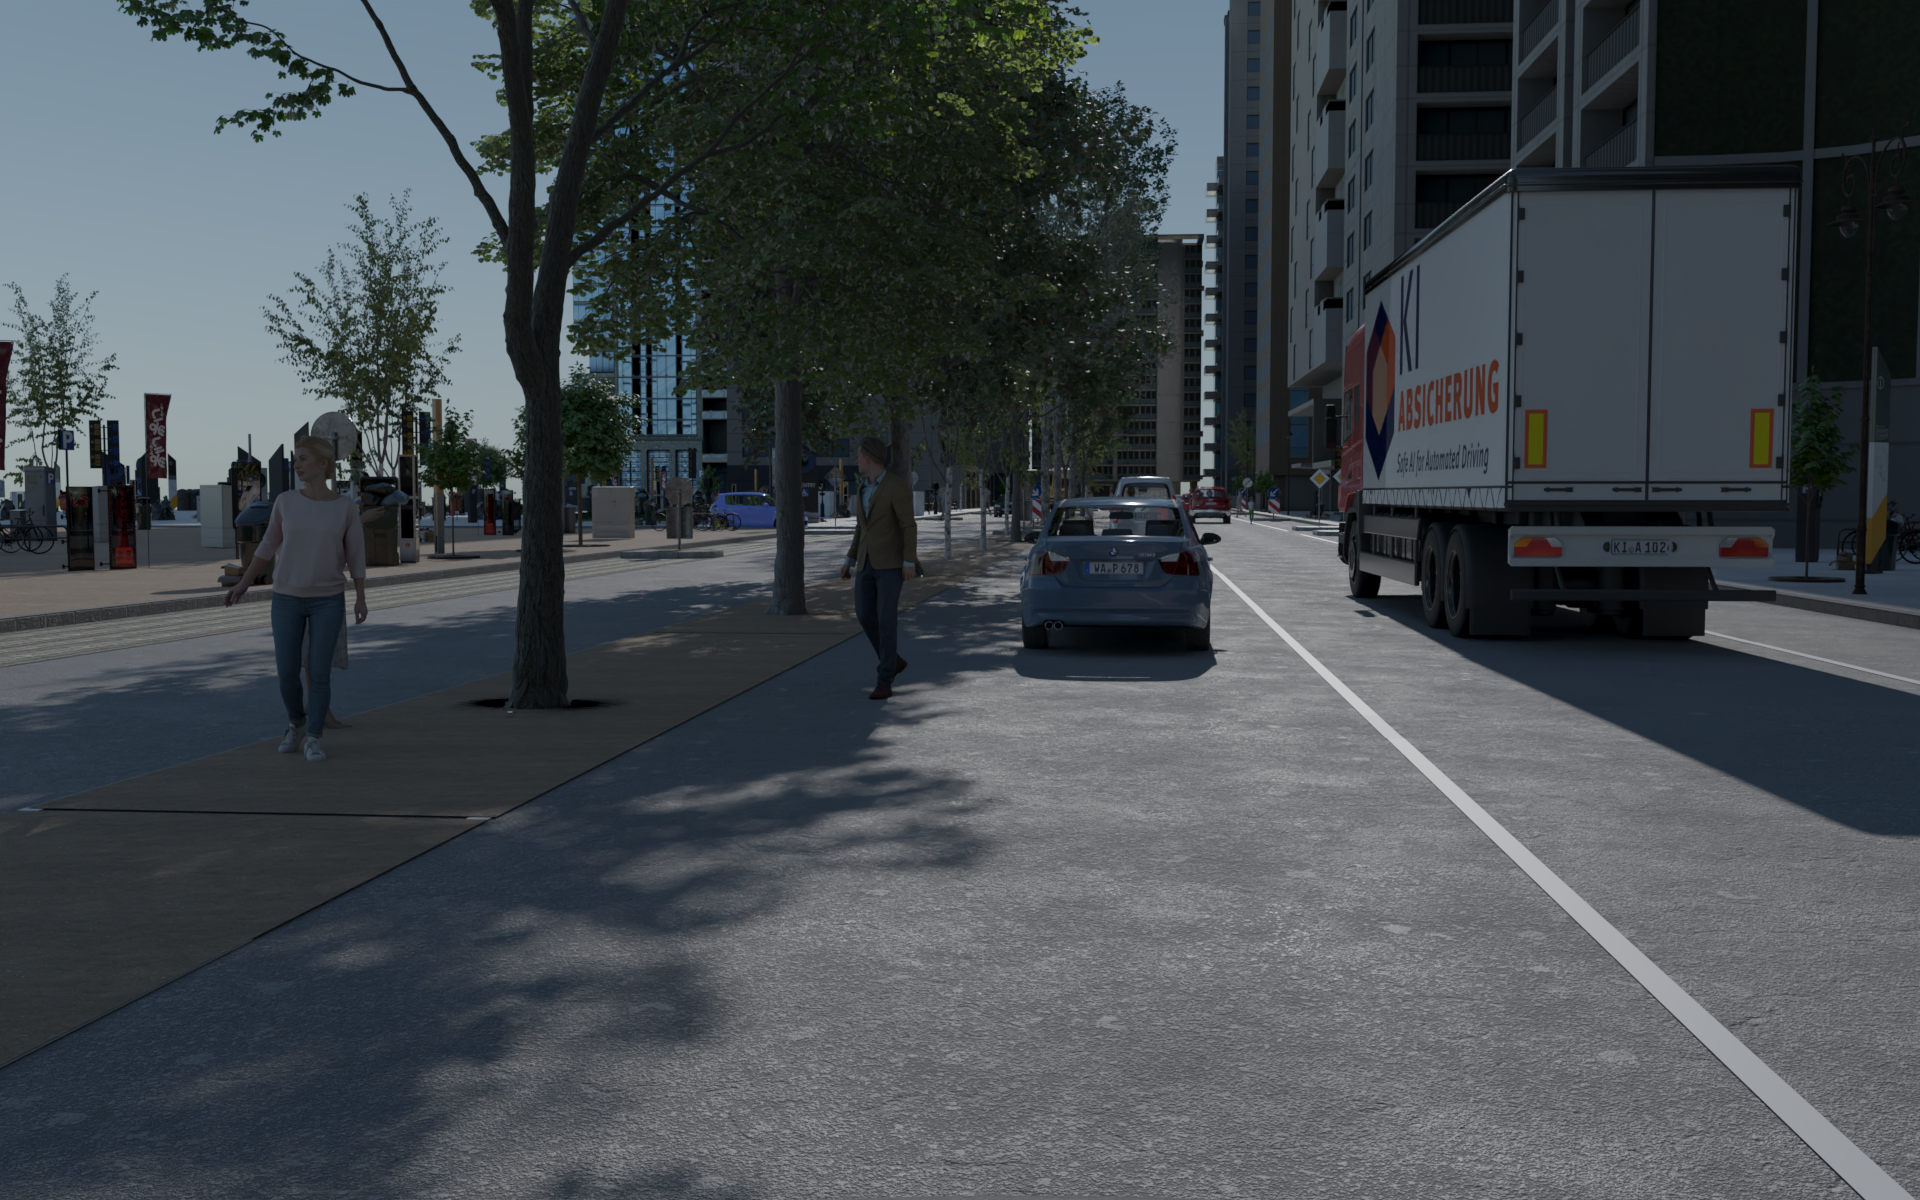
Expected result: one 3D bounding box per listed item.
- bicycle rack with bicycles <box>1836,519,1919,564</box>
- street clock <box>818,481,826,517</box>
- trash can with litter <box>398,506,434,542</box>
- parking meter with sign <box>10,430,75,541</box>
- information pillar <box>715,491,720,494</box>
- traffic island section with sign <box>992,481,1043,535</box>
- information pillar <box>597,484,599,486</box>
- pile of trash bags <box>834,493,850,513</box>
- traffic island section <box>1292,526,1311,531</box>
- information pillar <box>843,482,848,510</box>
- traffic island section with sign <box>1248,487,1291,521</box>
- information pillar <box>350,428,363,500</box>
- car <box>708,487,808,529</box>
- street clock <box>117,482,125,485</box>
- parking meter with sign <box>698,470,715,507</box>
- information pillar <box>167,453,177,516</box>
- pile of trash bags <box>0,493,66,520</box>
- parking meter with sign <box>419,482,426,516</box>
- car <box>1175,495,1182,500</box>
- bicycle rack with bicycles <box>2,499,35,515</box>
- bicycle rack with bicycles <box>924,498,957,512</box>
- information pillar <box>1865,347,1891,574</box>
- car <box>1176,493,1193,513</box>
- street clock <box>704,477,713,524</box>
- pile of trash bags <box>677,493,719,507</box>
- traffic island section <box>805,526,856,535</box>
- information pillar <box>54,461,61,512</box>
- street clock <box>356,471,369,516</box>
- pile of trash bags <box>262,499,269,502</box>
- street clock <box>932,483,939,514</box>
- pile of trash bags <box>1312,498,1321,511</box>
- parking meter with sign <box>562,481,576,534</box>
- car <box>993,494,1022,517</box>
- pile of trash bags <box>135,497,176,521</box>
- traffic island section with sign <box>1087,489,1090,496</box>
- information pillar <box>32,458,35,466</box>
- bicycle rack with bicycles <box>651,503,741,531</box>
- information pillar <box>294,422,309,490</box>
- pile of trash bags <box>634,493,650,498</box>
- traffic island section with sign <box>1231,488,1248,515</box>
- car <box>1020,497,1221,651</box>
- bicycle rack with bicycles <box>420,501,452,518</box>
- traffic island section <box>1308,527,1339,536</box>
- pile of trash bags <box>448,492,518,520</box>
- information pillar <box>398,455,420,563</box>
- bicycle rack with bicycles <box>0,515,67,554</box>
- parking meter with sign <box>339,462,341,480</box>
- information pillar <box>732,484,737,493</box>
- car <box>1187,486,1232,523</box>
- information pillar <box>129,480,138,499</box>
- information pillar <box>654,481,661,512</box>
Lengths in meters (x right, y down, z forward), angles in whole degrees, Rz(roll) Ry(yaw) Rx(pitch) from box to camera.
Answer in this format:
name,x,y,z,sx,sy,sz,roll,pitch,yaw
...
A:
name,x,y,z,sx,sy,sz,roll,pitch,yaw
bicycle rack with bicycles,17.884,-1.170,32.514,2.925,0.926,2.852,1,4,15
street clock,-7.598,-5.568,95.611,0.358,2.002,0.471,-2,4,-35
trash can with litter,-14.422,-2.119,46.036,0.624,1.170,1.055,3,5,40
parking meter with sign,-25.128,-3.123,47.326,1.738,3.016,0.543,1,4,10
information pillar,-19.569,-8.269,139.697,0.304,2.012,0.304,0,4,3
traffic island section with sign,2.224,-3.261,61.450,2.006,1.907,1.989,0,4,6
information pillar,-26.290,-8.270,126.576,0.504,3.616,0.183,1,4,23
pile of trash bags,-8.371,-6.274,112.327,1.912,1.369,3.447,3,5,39
traffic island section,14.127,-2.799,68.047,2.009,0.180,2.903,0,4,6
information pillar,-6.823,-6.050,103.404,0.304,2.012,0.304,0,4,-4
traffic island section with sign,16.595,-5.131,92.523,1.989,1.847,2.006,0,4,6
information pillar,-19.509,-3.952,55.976,0.183,3.616,0.504,2,4,26
car,-7.526,-3.370,64.695,3.694,1.707,1.945,0,4,6
street clock,-50.648,-6.116,104.570,0.471,2.002,0.358,-1,4,-21
parking meter with sign,-18.429,-8.014,127.290,0.543,3.016,1.738,2,4,32
information pillar,-45.263,-6.616,99.519,0.183,3.616,0.504,3,4,39
pile of trash bags,-46.426,-4.713,86.804,3.447,1.369,1.912,-1,4,-20
parking meter with sign,-31.313,-6.320,99.598,1.738,3.016,0.543,3,5,44
car,16.428,-7.372,132.886,2.083,1.381,4.827,0,4,7
bicycle rack with bicycles,-66.842,-6.671,122.446,2.852,0.926,2.925,-3,4,-38
bicycle rack with bicycles,-1.584,-7.925,142.958,2.852,0.926,2.925,0,4,-6
information pillar,14.757,-2.231,27.840,0.504,3.616,0.183,-3,4,-36
car,14.622,-6.115,109.021,2.155,1.783,4.494,0,4,6
street clock,-10.906,-4.310,75.034,0.358,2.002,0.471,1,4,15
pile of trash bags,-20.210,-7.553,133.246,3.447,1.369,1.912,0,4,2
traffic island section,-4.470,-2.422,61.883,2.009,0.180,2.903,0,4,6
information pillar,-64.693,-8.122,124.143,0.504,3.616,0.183,1,4,15
street clock,-19.072,-3.102,55.287,0.471,2.002,0.358,2,4,30
pile of trash bags,-55.395,-7.709,135.799,1.912,1.369,3.447,0,4,-1
street clock,-1.536,-6.379,108.863,0.358,2.002,0.471,3,5,41
pile of trash bags,27.000,-7.076,125.447,1.912,1.369,3.447,-1,4,-21
parking meter with sign,-13.158,-3.660,56.099,0.543,3.016,1.738,2,4,25
car,3.104,-6.020,108.214,2.009,1.686,4.222,0,4,7
pile of trash bags,-40.213,-4.593,84.848,3.447,1.369,1.912,1,4,12
traffic island section with sign,10.449,-8.284,143.586,2.006,1.907,1.989,0,4,6
information pillar,-57.390,-7.092,107.313,0.183,3.616,0.504,-1,4,-18
bicycle rack with bicycles,-8.949,-2.872,60.341,2.925,0.926,2.852,1,4,17
information pillar,-21.225,-3.951,55.949,0.504,3.616,0.183,0,4,3
pile of trash bags,-24.464,-7.618,134.307,1.912,1.369,3.447,-1,4,-22
traffic island section with sign,19.380,-6.832,120.333,1.989,1.847,2.006,0,4,6
car,1.597,-0.320,17.235,2.014,1.417,4.499,0,4,7
bicycle rack with bicycles,-29.354,-4.939,94.127,2.925,0.926,2.852,3,4,38
traffic island section,13.332,-2.313,60.102,2.009,0.180,2.903,0,4,6
pile of trash bags,-23.726,-4.682,86.300,3.447,1.369,1.912,-2,4,-32
information pillar,-10.277,-1.701,32.296,0.304,2.012,0.304,0,4,-4
bicycle rack with bicycles,-20.595,-1.443,36.974,2.852,0.926,2.925,3,4,39
parking meter with sign,-33.337,-6.077,95.613,1.738,3.016,0.543,-1,4,-14
information pillar,-16.580,-7.506,127.214,0.304,2.012,0.304,0,3,0
car,12.522,-4.783,86.875,2.281,1.827,5.304,0,4,7
information pillar,-41.806,-5.086,87.656,0.304,2.012,0.304,0,4,-3
information pillar,-16.521,-5.510,94.579,0.304,2.012,0.304,-2,4,-35
